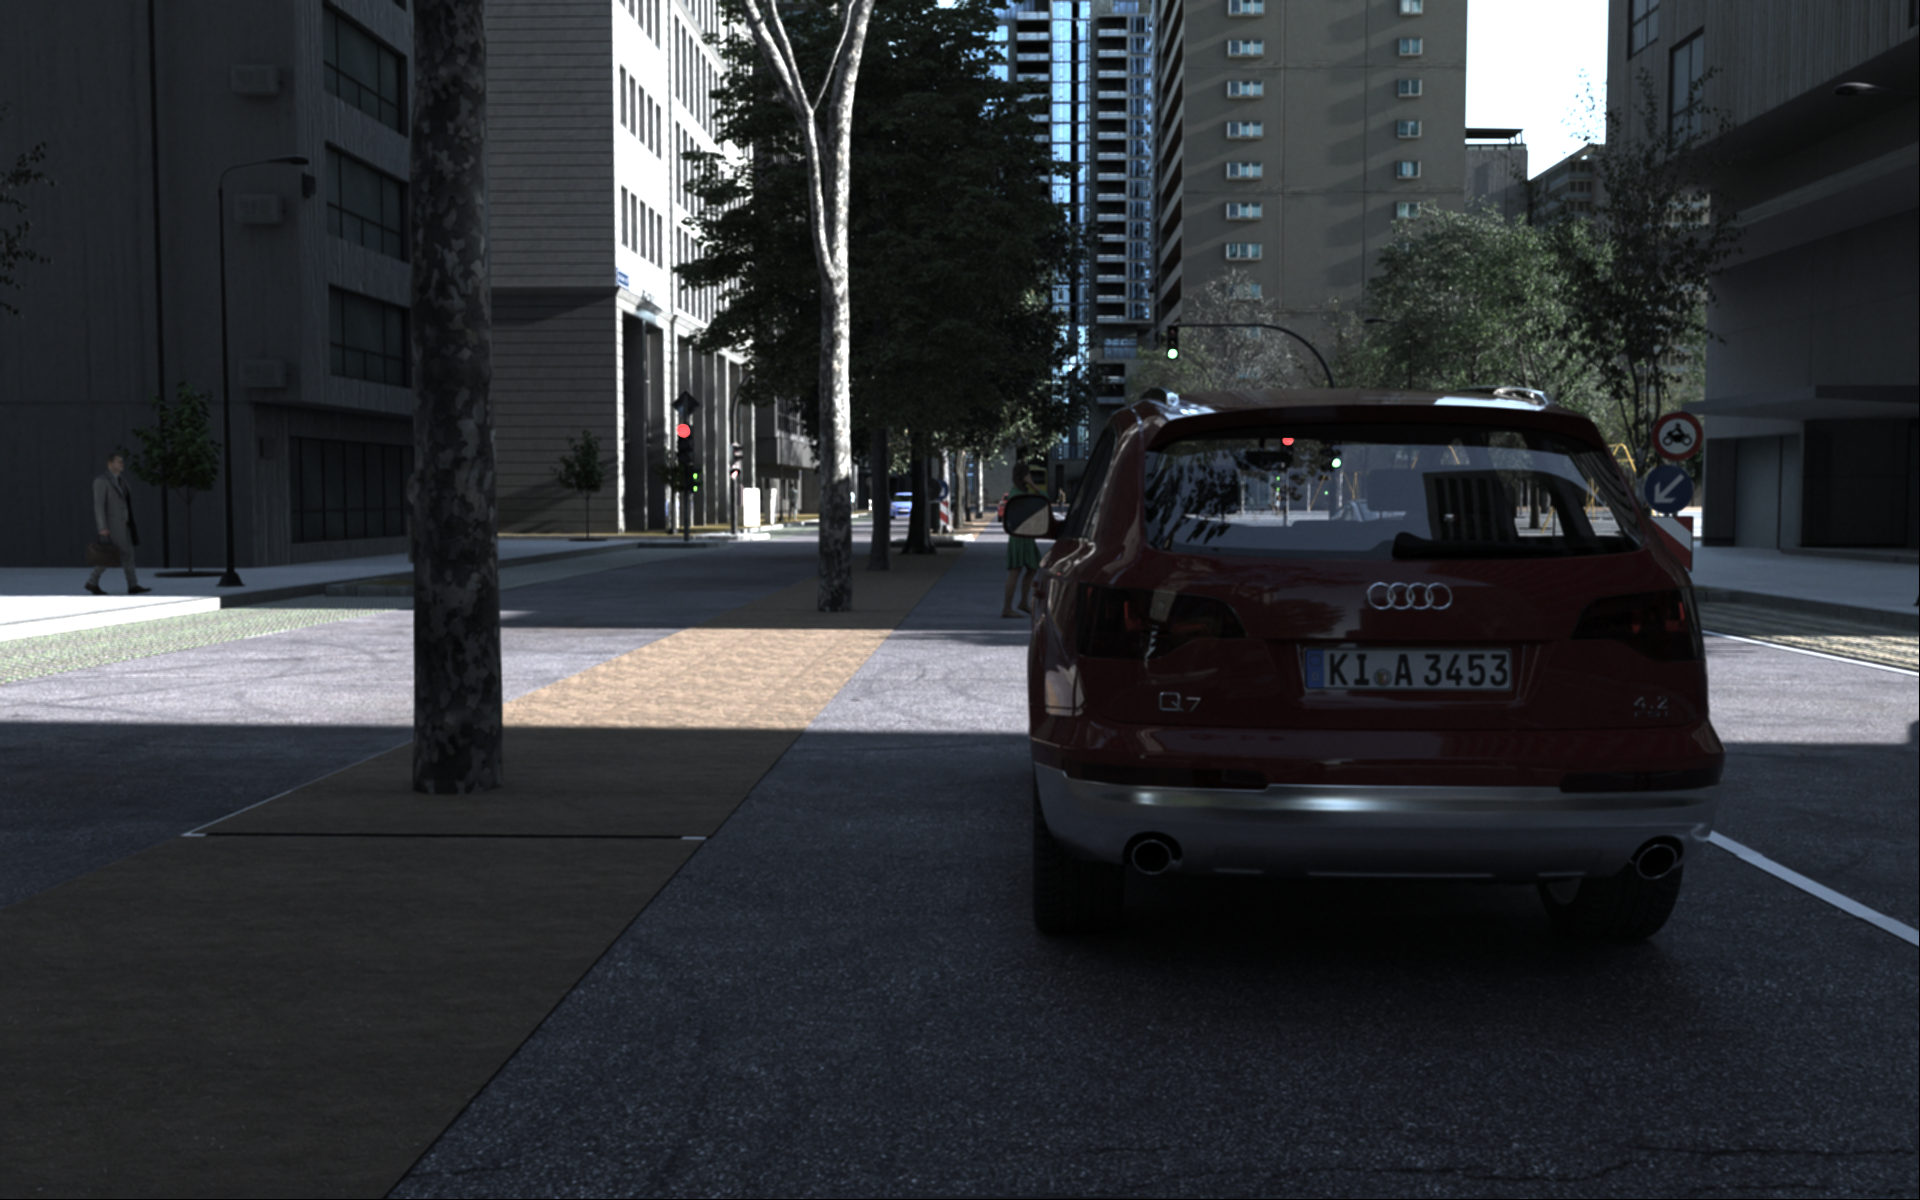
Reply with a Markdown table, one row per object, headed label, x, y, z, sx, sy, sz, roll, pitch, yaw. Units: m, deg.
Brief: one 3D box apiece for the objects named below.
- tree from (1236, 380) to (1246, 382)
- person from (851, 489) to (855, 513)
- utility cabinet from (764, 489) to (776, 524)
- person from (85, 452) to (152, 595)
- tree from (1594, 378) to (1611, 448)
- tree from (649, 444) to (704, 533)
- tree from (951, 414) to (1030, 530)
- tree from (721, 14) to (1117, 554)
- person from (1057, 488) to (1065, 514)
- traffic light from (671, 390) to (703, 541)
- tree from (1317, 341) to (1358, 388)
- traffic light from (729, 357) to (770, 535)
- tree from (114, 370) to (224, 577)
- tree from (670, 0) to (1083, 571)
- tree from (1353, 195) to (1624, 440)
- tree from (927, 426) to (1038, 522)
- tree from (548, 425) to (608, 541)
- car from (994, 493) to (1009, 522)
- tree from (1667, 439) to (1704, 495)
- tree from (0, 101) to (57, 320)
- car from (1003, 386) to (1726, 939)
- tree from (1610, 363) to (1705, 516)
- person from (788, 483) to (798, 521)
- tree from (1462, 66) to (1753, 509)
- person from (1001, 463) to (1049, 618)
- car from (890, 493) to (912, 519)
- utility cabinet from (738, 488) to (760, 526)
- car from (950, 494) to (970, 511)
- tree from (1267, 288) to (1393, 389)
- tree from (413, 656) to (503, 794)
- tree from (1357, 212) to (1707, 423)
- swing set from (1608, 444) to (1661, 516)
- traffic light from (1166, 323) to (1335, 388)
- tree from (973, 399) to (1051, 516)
| label | x | y | z | sx | sy | sz | roll | pitch | yaw |
| --- | --- | --- | --- | --- | --- | --- | --- | --- | --- |
| tree | 17.942 | -9.709 | 109.104 | 4.360 | 8.622 | 3.978 | 0 | 3 | 0 |
| person | -7.203 | -6.541 | 114.802 | 0.330 | 1.601 | 0.589 | 3 | 5 | 42 |
| utility cabinet | -8.104 | -3.991 | 73.927 | 0.318 | 1.500 | 1.173 | 0 | 4 | 5 |
| person | -10.768 | -0.977 | 22.111 | 0.767 | 1.812 | 0.694 | 0 | 4 | 6 |
| tree | 39.679 | -9.396 | 103.994 | 4.737 | 8.622 | 4.395 | 0 | 3 | 0 |
| tree | -9.292 | -3.881 | 58.059 | 1.663 | 3.219 | 1.824 | 0 | 3 | 0 |
| tree | 0.122 | -9.301 | 80.287 | 9.928 | 11.665 | 9.643 | 0 | 3 | 0 |
| tree | -0.975 | -7.436 | 41.043 | 9.611 | 12.733 | 9.660 | 0 | 3 | 0 |
| person | 7.208 | -7.051 | 123.691 | 0.656 | 1.842 | 0.836 | 1 | 4 | 18 |
| traffic light | -7.396 | -3.543 | 46.856 | 0.839 | 4.253 | 0.868 | 0 | 4 | 2 |
| tree | 26.164 | -10.918 | 104.258 | 9.928 | 11.665 | 9.643 | 0 | 3 | 0 |
| traffic light | -5.046 | -4.901 | 54.805 | 4.771 | 5.953 | 1.251 | 0 | 4 | 2 |
| tree | -12.050 | -1.993 | 27.183 | 1.663 | 3.219 | 1.824 | 0 | 3 | 0 |
| tree | -1.579 | -6.841 | 32.430 | 7.486 | 12.596 | 7.792 | 0 | 3 | 0 |
| tree | 21.769 | -10.244 | 74.148 | 9.857 | 13.997 | 8.962 | 0 | 3 | 0 |
| tree | 0.459 | -9.316 | 89.178 | 8.767 | 10.594 | 7.601 | 0 | 4 | 2 |
| tree | -10.196 | -3.246 | 47.678 | 1.663 | 3.219 | 1.824 | 0 | 3 | 0 |
| car | 2.829 | -4.887 | 88.948 | 2.155 | 1.783 | 4.494 | 0 | 4 | 1 |
| tree | 57.257 | -9.181 | 113.023 | 20.602 | 7.101 | 11.467 | 1 | 4 | 21 |
| tree | -14.308 | -4.437 | 22.902 | 4.360 | 8.622 | 3.978 | 0 | 3 | 0 |
| car | 1.304 | 0.093 | 7.152 | 2.281 | 1.827 | 5.304 | 0 | 4 | 2 |
| tree | 39.696 | -9.054 | 98.394 | 4.737 | 8.622 | 4.395 | 0 | 3 | 0 |
| person | -8.074 | -4.744 | 83.788 | 0.511 | 1.800 | 0.466 | 0 | 4 | -2 |
| tree | 11.317 | -4.820 | 29.176 | 4.360 | 8.622 | 3.978 | 0 | 3 | 0 |
| person | 0.697 | -0.700 | 20.199 | 0.529 | 1.795 | 0.600 | -2 | 4 | -28 |
| car | -3.178 | -5.522 | 99.872 | 1.945 | 1.707 | 3.694 | 0 | 4 | 1 |
| utility cabinet | -8.432 | -3.694 | 69.068 | 0.318 | 1.500 | 1.173 | 2 | 4 | 24 |
| car | -0.126 | -8.585 | 152.156 | 2.131 | 1.459 | 4.920 | 0 | 4 | 3 |
| tree | 13.425 | -6.826 | 61.970 | 4.360 | 8.622 | 3.978 | 0 | 3 | 0 |
| tree | -3.622 | -9.195 | 8.692 | 12.611 | 20.169 | 13.585 | 0 | 3 | 0 |
| tree | 21.061 | -8.386 | 62.872 | 9.928 | 11.665 | 9.643 | 0 | 3 | 0 |
| swing set | 20.541 | -3.545 | 55.581 | 2.862 | 2.851 | 3.119 | 0 | 4 | -2 |
| traffic light | 7.863 | -4.378 | 46.243 | 4.771 | 5.953 | 1.251 | 0 | 4 | 2 |
| tree | 1.261 | -12.362 | 114.942 | 12.009 | 13.543 | 11.850 | 0 | 3 | 0 |
